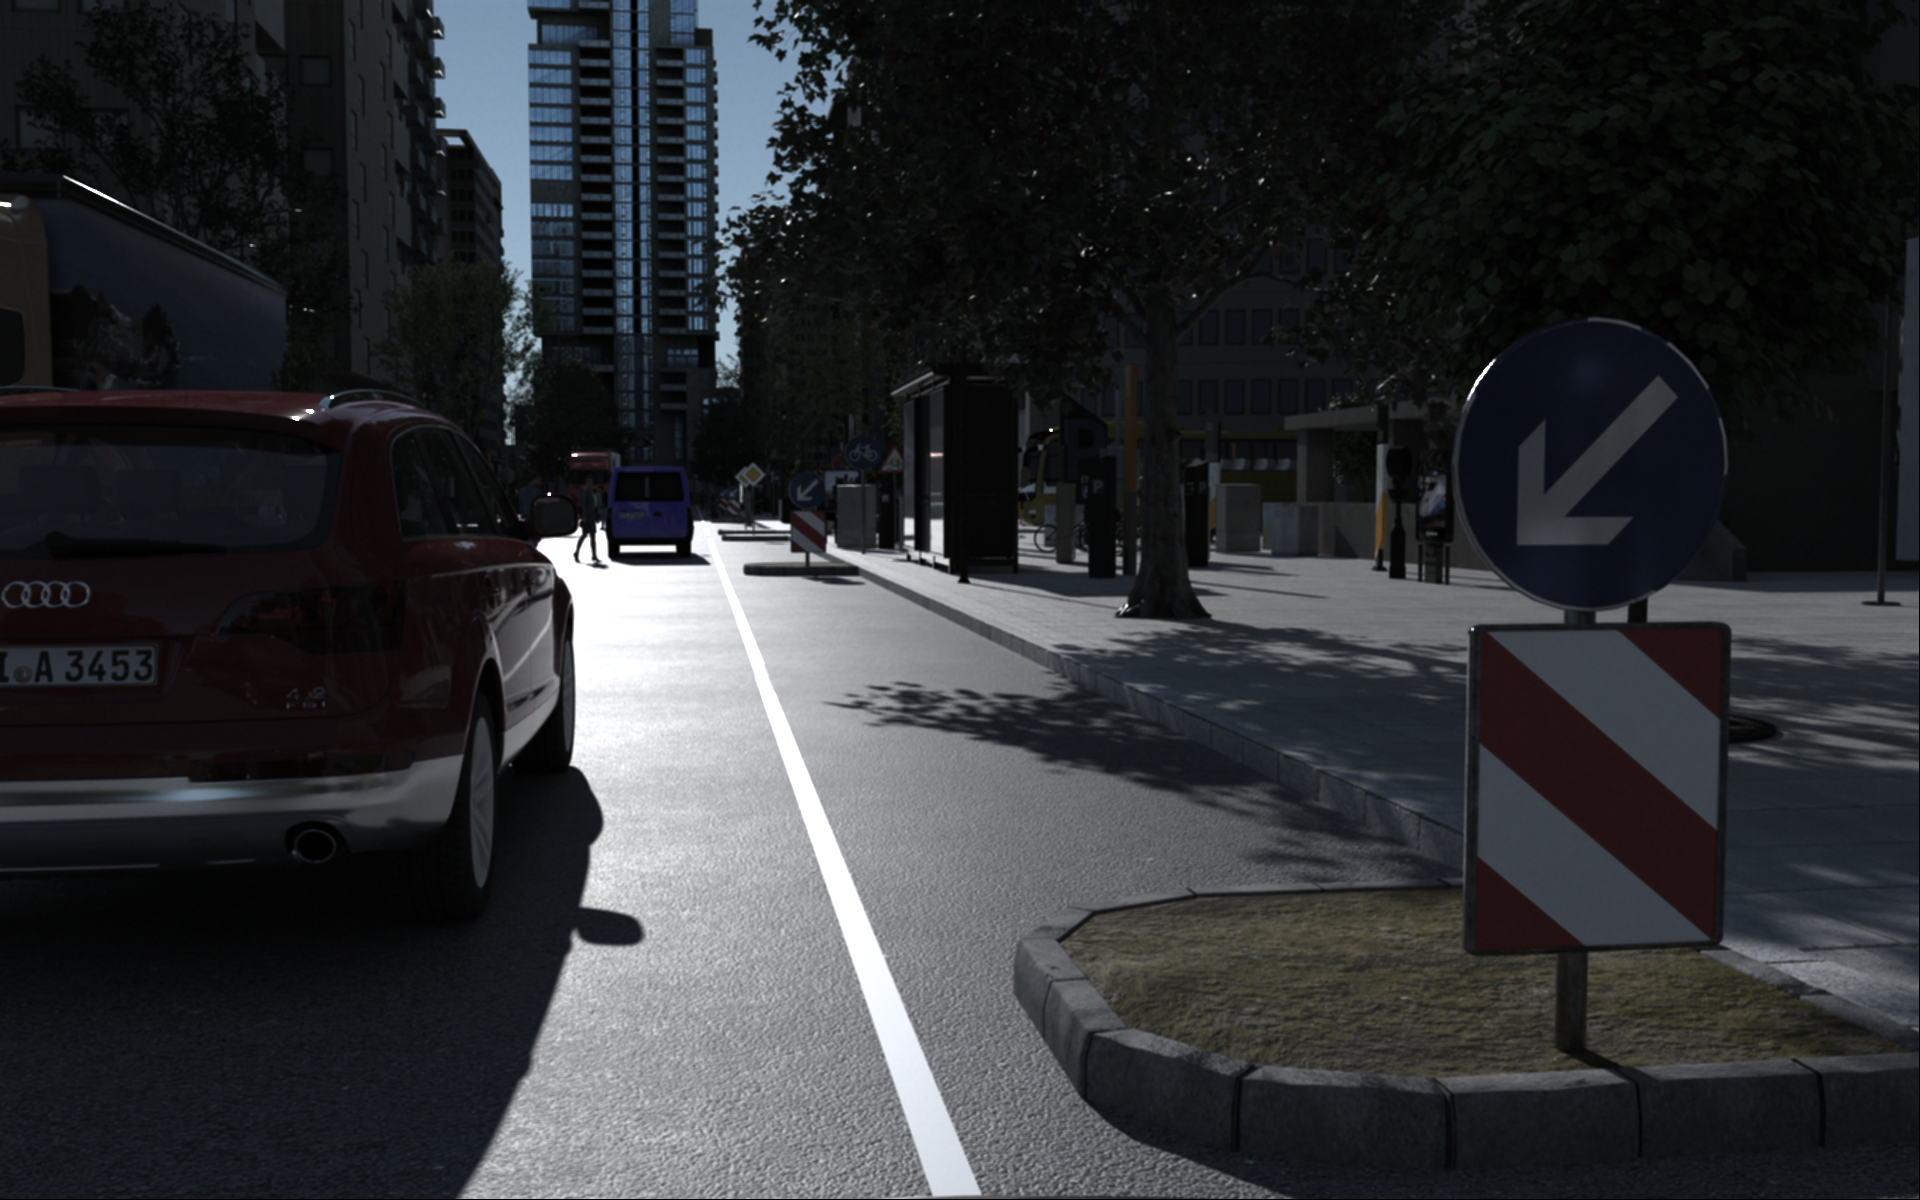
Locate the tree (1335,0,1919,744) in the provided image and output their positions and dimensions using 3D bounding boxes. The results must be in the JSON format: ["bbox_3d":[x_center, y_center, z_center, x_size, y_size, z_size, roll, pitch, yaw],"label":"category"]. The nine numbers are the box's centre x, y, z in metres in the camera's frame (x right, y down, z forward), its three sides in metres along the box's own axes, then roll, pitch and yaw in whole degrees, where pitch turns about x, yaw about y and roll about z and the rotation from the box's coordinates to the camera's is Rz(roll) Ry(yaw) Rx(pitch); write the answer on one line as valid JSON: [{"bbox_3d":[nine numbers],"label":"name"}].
[{"bbox_3d":[3.646,-1.575,9.471,4.285,4.588,4.351,0,3,0],"label":"tree"}]

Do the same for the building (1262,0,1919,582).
[{"bbox_3d":[23.990,-20.959,34.554,32.217,40.220,23.993,-1,4,-9],"label":"building"}]

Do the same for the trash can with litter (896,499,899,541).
[{"bbox_3d":[-1.562,-2.162,46.739,0.624,1.170,1.055,3,5,44],"label":"trash can with litter"}]

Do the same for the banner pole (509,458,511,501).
[{"bbox_3d":[-30.721,-7.876,118.782,0.401,3.779,0.863,1,4,11],"label":"banner pole"}]

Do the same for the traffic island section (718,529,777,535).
[{"bbox_3d":[-7.632,-2.425,61.922,2.009,0.180,2.903,-1,4,-9],"label":"traffic island section"}]

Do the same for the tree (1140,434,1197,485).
[{"bbox_3d":[5.677,-3.199,46.907,1.663,3.219,1.824,0,3,0],"label":"tree"}]

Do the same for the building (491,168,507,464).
[{"bbox_3d":[-68.517,-35.506,230.641,14.200,45.320,14.600,-1,4,-9],"label":"building"}]

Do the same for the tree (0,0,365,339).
[{"bbox_3d":[-14.995,-5.973,32.065,8.767,10.594,7.601,0,4,0],"label":"tree"}]

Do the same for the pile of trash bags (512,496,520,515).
[{"bbox_3d":[-27.754,-5.918,106.519,1.912,1.369,3.447,3,4,38],"label":"pile of trash bags"}]

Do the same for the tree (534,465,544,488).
[{"bbox_3d":[-24.407,-6.285,97.369,1.663,3.219,1.824,0,3,0],"label":"tree"}]

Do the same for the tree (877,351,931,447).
[{"bbox_3d":[-2.273,-8.292,85.942,4.360,8.622,3.978,0,3,0],"label":"tree"}]

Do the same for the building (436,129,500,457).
[{"bbox_3d":[-60.405,-29.752,178.330,23.993,40.220,32.217,-1,4,-9],"label":"building"}]

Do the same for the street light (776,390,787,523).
[{"bbox_3d":[-7.924,-6.400,77.433,0.468,5.910,1.993,-1,4,-9],"label":"street light"}]

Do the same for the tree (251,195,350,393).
[{"bbox_3d":[-16.871,-5.645,42.652,4.737,8.622,4.395,0,3,0],"label":"tree"}]

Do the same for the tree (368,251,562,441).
[{"bbox_3d":[-20.956,-9.019,73.215,9.928,11.665,9.643,0,3,0],"label":"tree"}]

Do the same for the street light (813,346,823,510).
[{"bbox_3d":[-4.405,-4.942,53.591,0.468,5.910,1.993,-1,4,-9],"label":"street light"}]

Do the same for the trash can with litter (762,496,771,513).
[{"bbox_3d":[-13.092,-6.565,118.731,1.055,1.170,0.624,2,4,34],"label":"trash can with litter"}]

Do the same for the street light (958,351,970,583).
[{"bbox_3d":[0.056,-3.184,24.841,0.468,5.910,1.993,-1,4,-9],"label":"street light"}]

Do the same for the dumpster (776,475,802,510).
[{"bbox_3d":[-8.457,-5.175,87.111,1.502,2.255,1.985,-1,4,-9],"label":"dumpster"}]

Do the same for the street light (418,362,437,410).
[{"bbox_3d":[-18.610,-5.375,60.669,0.468,5.910,1.993,-1,4,-9],"label":"street light"}]

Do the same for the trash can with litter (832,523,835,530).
[{"bbox_3d":[-4.372,-3.153,62.603,1.678,1.210,2.233,1,4,13],"label":"trash can with litter"}]

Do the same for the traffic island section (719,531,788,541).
[{"bbox_3d":[-6.414,-1.942,54.030,2.009,0.180,2.903,-1,4,-9],"label":"traffic island section"}]

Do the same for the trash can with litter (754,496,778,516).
[{"bbox_3d":[-11.015,-5.511,101.164,2.233,1.210,1.678,-1,4,-22],"label":"trash can with litter"}]

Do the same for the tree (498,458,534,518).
[{"bbox_3d":[-24.101,-6.047,93.464,1.663,3.219,1.824,0,3,0],"label":"tree"}]

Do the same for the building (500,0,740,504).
[{"bbox_3d":[-46.316,-56.537,237.043,31.000,86.520,22.319,-1,4,-9],"label":"building"}]

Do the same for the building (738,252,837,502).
[{"bbox_3d":[-19.555,-33.979,247.438,23.993,40.220,32.217,-1,4,-9],"label":"building"}]

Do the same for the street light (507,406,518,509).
[{"bbox_3d":[-23.067,-7.130,89.368,0.468,5.910,1.993,-1,4,-9],"label":"street light"}]

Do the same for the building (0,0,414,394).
[{"bbox_3d":[-51.879,-32.098,114.044,28.713,52.752,27.495,-1,4,-9],"label":"building"}]

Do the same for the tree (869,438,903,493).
[{"bbox_3d":[-3.821,-7.168,100.915,4.285,4.588,4.351,0,3,0],"label":"tree"}]

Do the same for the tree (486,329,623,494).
[{"bbox_3d":[-29.964,-13.339,128.457,12.009,13.543,11.850,0,3,0],"label":"tree"}]

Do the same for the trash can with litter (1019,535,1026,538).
[{"bbox_3d":[1.185,-2.477,51.563,1.678,1.210,2.233,-2,4,-26],"label":"trash can with litter"}]

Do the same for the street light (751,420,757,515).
[{"bbox_3d":[-12.637,-8.176,106.463,0.468,5.910,1.993,-1,4,-9],"label":"street light"}]

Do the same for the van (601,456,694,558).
[{"bbox_3d":[-7.333,-2.225,40.756,2.240,2.365,5.245,-1,4,-11],"label":"van"}]

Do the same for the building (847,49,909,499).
[{"bbox_3d":[-3.273,-31.601,166.783,14.600,45.320,14.200,-1,4,-9],"label":"building"}]

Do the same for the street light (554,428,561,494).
[{"bbox_3d":[-27.494,-8.902,118.340,0.468,5.910,1.993,-1,4,-9],"label":"street light"}]

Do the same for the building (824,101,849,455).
[{"bbox_3d":[-3.345,-32.687,189.058,22.147,44.769,28.867,-1,4,-9],"label":"building"}]

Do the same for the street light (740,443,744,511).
[{"bbox_3d":[-16.919,-9.927,135.091,0.468,5.910,1.993,-1,4,-9],"label":"street light"}]

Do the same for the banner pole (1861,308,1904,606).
[{"bbox_3d":[10.873,-1.837,20.045,0.863,3.779,0.401,-2,4,-26],"label":"banner pole"}]

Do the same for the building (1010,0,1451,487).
[{"bbox_3d":[16.319,-33.139,83.825,28.212,58.520,21.231,-1,4,-9],"label":"building"}]

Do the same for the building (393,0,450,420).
[{"bbox_3d":[-55.795,-32.197,146.026,23.786,49.044,30.456,-1,4,-9],"label":"building"}]

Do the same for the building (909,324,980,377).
[{"bbox_3d":[2.861,-27.361,130.947,14.154,41.232,14.086,-1,4,-9],"label":"building"}]
